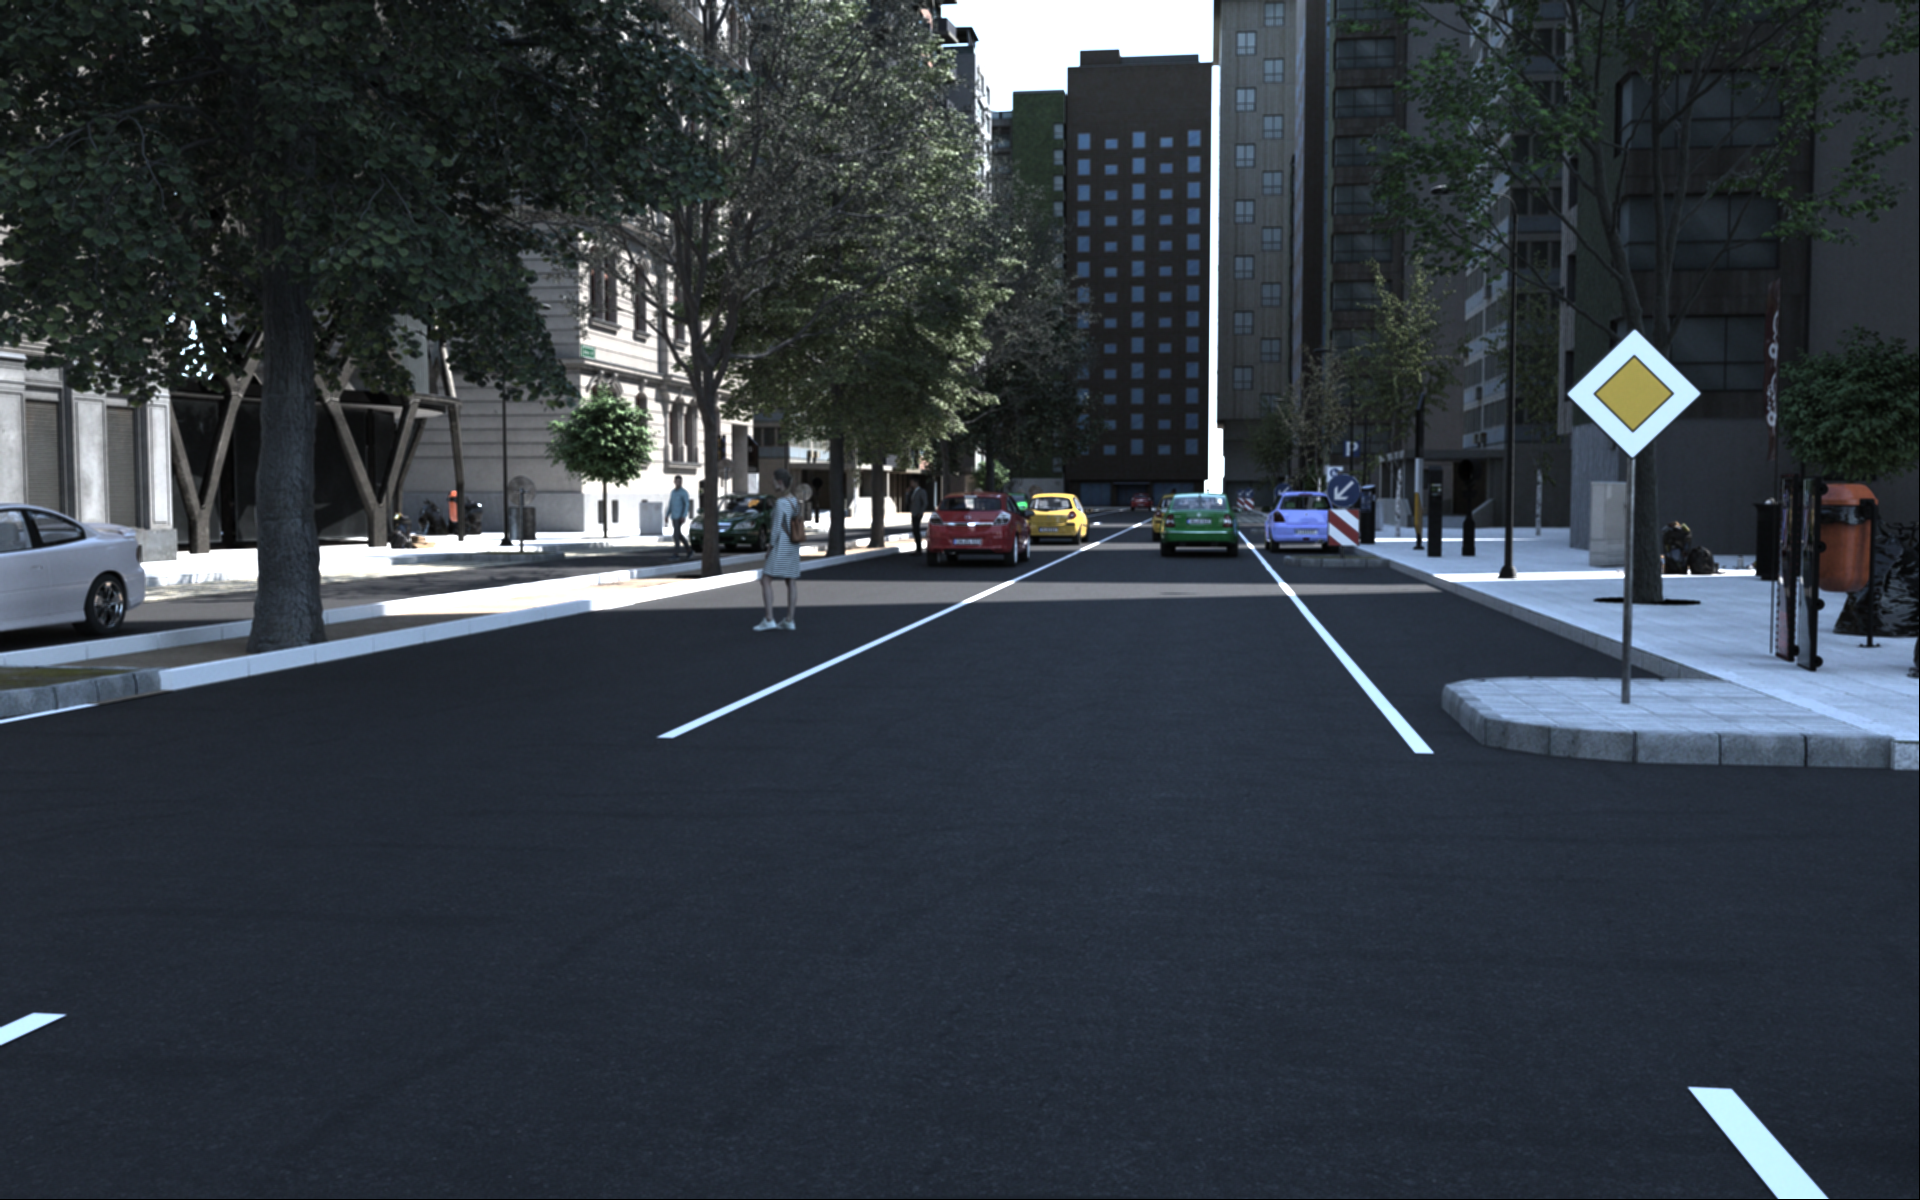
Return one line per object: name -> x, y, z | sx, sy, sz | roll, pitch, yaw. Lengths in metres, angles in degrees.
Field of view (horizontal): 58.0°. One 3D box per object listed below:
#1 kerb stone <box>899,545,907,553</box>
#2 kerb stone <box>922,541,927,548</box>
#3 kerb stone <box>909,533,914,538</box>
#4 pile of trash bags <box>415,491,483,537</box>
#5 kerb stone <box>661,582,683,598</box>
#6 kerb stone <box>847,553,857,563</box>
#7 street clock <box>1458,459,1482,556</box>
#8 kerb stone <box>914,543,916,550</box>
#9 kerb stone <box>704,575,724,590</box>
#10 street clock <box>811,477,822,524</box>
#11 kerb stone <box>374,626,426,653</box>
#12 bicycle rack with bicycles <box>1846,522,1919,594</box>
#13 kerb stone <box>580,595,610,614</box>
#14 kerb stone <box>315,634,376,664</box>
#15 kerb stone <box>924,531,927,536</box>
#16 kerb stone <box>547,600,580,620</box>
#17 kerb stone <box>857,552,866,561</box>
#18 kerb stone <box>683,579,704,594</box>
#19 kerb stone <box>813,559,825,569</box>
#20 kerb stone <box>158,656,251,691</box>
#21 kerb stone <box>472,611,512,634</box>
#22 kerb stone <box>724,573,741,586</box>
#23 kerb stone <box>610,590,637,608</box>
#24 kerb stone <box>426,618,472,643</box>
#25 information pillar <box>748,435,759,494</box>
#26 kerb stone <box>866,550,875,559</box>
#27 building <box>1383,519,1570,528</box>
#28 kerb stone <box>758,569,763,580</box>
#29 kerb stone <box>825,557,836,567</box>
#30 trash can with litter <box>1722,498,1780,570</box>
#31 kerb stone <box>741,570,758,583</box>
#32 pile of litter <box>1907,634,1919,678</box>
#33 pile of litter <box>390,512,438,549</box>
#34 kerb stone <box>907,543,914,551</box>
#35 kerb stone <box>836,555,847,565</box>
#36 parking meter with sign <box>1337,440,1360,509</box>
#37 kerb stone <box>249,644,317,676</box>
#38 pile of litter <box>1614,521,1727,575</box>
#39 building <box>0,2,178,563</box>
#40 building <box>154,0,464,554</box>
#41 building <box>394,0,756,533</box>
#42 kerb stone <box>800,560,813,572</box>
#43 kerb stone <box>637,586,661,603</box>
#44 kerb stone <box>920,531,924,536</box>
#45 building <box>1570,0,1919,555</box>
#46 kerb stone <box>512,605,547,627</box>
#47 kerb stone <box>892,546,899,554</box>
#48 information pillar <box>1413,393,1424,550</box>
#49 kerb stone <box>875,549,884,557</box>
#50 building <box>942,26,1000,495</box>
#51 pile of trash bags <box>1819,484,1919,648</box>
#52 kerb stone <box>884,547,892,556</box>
kerb stone -> -1.516, -1.240, 42.471 | 0.120, 0.150, 1.000 | 0, 4, 8
kerb stone -> -1.085, -1.426, 45.508 | 0.120, 0.150, 1.000 | 0, 4, 8
kerb stone -> -1.705, -2.063, 55.986 | 0.120, 0.150, 1.000 | 0, 4, 8
pile of trash bags -> -15.723, -2.676, 53.508 | 1.912, 1.369, 3.447 | -1, 4, -23
kerb stone -> -4.111, -0.124, 24.217 | 0.120, 0.150, 1.000 | 0, 4, 8
kerb stone -> -2.383, -0.868, 36.387 | 0.120, 0.150, 1.000 | 0, 4, 8
street clock -> 10.550, -1.915, 35.877 | 0.358, 2.002, 0.471 | -2, 4, -26
kerb stone -> -1.226, -1.364, 44.495 | 0.120, 0.150, 1.000 | 0, 4, 8
kerb stone -> -3.818, -0.248, 26.253 | 0.120, 0.150, 1.000 | 0, 4, 8
street clock -> -6.226, -4.327, 75.318 | 0.471, 2.002, 0.358 | -1, 4, -14
kerb stone -> -5.270, 0.372, 16.107 | 0.120, 0.150, 1.000 | 0, 4, 8
bicycle rack with bicycles -> 12.293, -0.491, 21.416 | 2.925, 0.926, 2.852 | 0, 4, -6
kerb stone -> -4.546, 0.062, 21.179 | 0.120, 0.150, 1.000 | 0, 4, 8
kerb stone -> -5.409, 0.434, 15.094 | 0.120, 0.150, 1.000 | 0, 4, 8
kerb stone -> -1.269, -2.253, 59.025 | 0.120, 0.150, 1.000 | 0, 4, 8
kerb stone -> -4.686, 0.124, 20.162 | 0.120, 0.150, 1.000 | 0, 4, 8
kerb stone -> -2.230, -0.930, 37.398 | 0.120, 0.150, 1.000 | 0, 4, 8
kerb stone -> -3.972, -0.186, 25.240 | 0.120, 0.150, 1.000 | 0, 4, 8
kerb stone -> -2.810, -0.682, 33.345 | 0.120, 0.150, 1.000 | 0, 4, 8
kerb stone -> -5.702, 0.559, 13.069 | 0.120, 0.150, 1.000 | 0, 4, 8
kerb stone -> -4.974, 0.248, 18.135 | 0.120, 0.150, 1.000 | 0, 4, 8
kerb stone -> -3.678, -0.310, 27.266 | 0.120, 0.150, 1.000 | 0, 4, 8
kerb stone -> -4.399, 0.000, 22.192 | 0.120, 0.150, 1.000 | 0, 4, 8
kerb stone -> -5.121, 0.310, 17.123 | 0.120, 0.150, 1.000 | 0, 4, 8
information pillar -> -8.212, -4.732, 68.717 | 0.504, 3.616, 0.183 | 2, 4, 32
kerb stone -> -2.087, -0.992, 38.414 | 0.120, 0.150, 1.000 | 0, 4, 8
building -> 34.045, -23.106, 69.672 | 32.217, 40.220, 23.993 | 0, 4, 8
kerb stone -> -3.388, -0.434, 29.290 | 0.120, 0.150, 1.000 | 0, 4, 8
kerb stone -> -2.672, -0.741, 34.359 | 0.120, 0.150, 1.000 | 0, 4, 8
trash can with litter -> 13.675, -1.109, 29.183 | 1.678, 1.210, 2.233 | 0, 4, 5
kerb stone -> -3.534, -0.367, 28.278 | 0.120, 0.150, 1.000 | 0, 4, 8
pile of litter -> 7.536, 0.109, 12.190 | 1.719, 0.858, 1.176 | 1, 4, 9
pile of litter -> -12.926, -1.649, 40.923 | 1.176, 0.858, 1.719 | 0, 4, 1
kerb stone -> -1.368, -1.302, 43.483 | 0.120, 0.150, 1.000 | 0, 4, 8
kerb stone -> -2.525, -0.806, 35.372 | 0.120, 0.150, 1.000 | 0, 4, 8
parking meter with sign -> 12.732, -3.721, 57.104 | 0.543, 3.016, 1.738 | 0, 4, 2
kerb stone -> -5.558, 0.498, 14.083 | 0.120, 0.150, 1.000 | 0, 4, 8
pile of litter -> 11.441, -0.853, 27.905 | 1.719, 0.858, 1.176 | 1, 4, 23
building -> -20.912, -10.722, 24.452 | 9.793, 20.994, 18.267 | 0, 4, 8
building -> -21.774, -10.761, 43.400 | 16.820, 18.784, 16.811 | 0, 4, 8
building -> -17.043, -17.188, 68.418 | 14.401, 28.519, 23.554 | 0, 4, 8
kerb stone -> -2.957, -0.620, 32.331 | 0.120, 0.150, 1.000 | 0, 4, 8
kerb stone -> -4.261, -0.062, 23.205 | 0.120, 0.150, 1.000 | 0, 4, 8
kerb stone -> -1.422, -2.186, 58.015 | 0.120, 0.150, 1.000 | 0, 4, 8
building -> 21.819, -16.505, 41.558 | 14.160, 30.474, 14.107 | 0, 4, 8
kerb stone -> -4.836, 0.189, 19.148 | 0.120, 0.150, 1.000 | 0, 4, 8
kerb stone -> -1.657, -1.175, 41.459 | 0.120, 0.150, 1.000 | 0, 4, 8
information pillar -> 10.601, -2.974, 39.975 | 0.183, 3.616, 0.504 | 2, 4, 27
kerb stone -> -1.945, -1.052, 39.428 | 0.120, 0.150, 1.000 | 0, 4, 8
building -> -4.544, -28.861, 155.474 | 14.086, 41.232, 14.154 | 0, 4, 8
pile of trash bags -> 8.727, -0.348, 15.450 | 3.447, 1.369, 1.912 | -2, 4, -31
kerb stone -> -1.790, -1.113, 40.445 | 0.120, 0.150, 1.000 | 0, 4, 8
